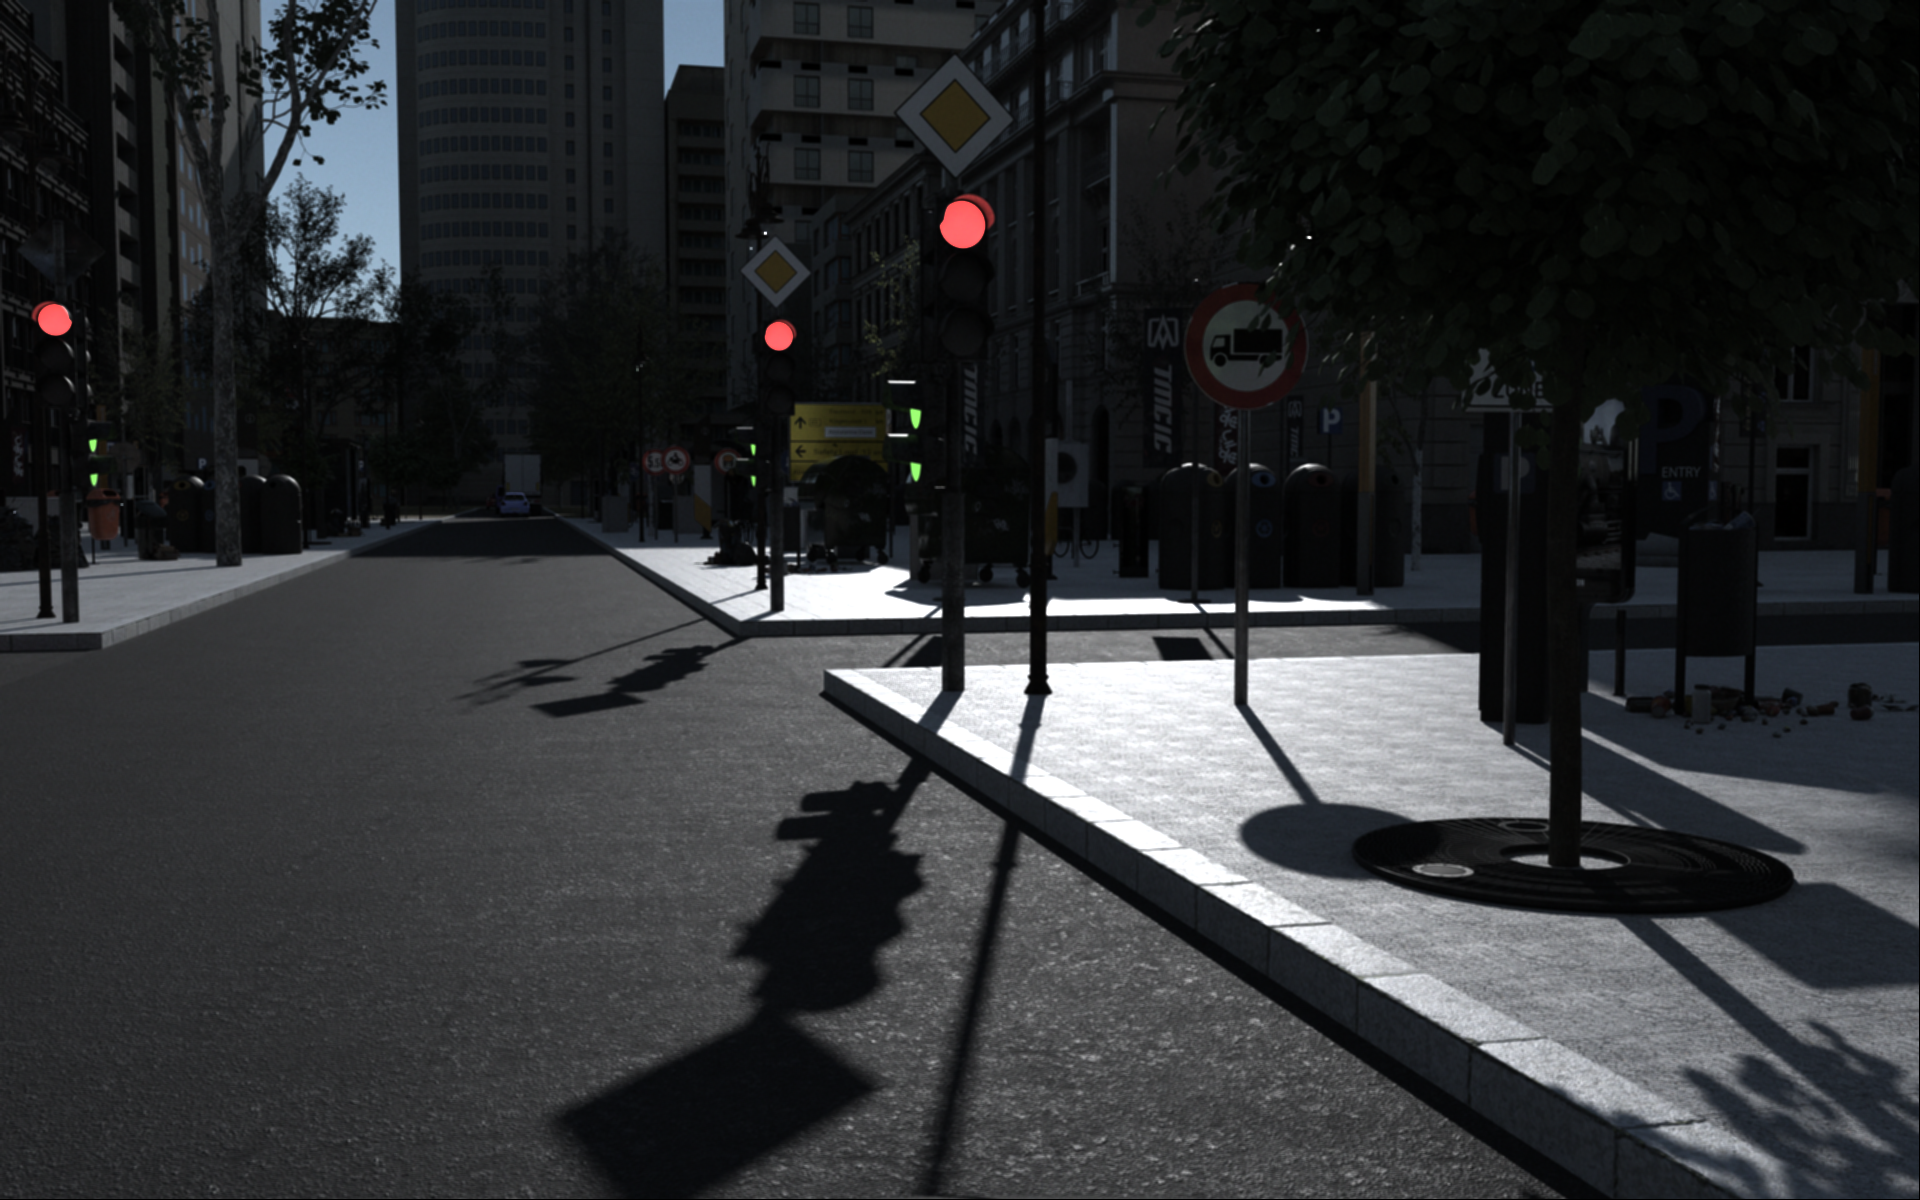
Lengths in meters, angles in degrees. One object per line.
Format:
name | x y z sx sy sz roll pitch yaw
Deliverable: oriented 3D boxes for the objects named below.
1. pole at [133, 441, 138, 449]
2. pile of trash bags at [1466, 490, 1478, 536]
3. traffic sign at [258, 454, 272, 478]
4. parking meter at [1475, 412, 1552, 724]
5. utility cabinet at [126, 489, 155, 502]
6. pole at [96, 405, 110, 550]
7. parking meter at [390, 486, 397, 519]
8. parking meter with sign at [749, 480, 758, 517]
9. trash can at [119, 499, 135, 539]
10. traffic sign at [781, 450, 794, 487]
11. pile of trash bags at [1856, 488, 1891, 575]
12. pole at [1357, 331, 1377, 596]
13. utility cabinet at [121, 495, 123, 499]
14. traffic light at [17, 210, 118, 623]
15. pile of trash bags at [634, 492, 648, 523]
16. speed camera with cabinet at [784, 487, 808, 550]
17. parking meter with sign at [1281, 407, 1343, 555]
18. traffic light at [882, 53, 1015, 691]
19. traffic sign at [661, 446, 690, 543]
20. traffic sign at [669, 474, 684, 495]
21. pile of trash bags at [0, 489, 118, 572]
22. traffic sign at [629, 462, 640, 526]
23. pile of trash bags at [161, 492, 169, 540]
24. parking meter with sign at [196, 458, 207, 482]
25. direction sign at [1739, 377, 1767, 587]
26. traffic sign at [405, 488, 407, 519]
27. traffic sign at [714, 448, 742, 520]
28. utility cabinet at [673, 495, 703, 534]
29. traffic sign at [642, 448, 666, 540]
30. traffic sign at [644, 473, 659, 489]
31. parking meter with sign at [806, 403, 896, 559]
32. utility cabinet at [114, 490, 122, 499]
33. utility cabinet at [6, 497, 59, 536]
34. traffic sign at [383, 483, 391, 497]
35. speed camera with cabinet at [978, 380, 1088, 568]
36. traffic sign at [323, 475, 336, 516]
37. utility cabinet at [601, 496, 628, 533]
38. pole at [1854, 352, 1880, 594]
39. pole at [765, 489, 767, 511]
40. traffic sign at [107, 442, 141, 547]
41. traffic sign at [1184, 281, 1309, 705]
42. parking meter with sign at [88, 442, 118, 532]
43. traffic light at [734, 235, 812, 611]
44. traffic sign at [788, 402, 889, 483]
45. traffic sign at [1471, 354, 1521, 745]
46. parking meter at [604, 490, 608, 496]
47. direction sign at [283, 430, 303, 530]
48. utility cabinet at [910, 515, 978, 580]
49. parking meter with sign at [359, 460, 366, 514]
pole | -31.423 -4.419 66.096 0.158 3.312 0.155 0 3 0
pile of trash bags | 11.502 -1.546 35.034 3.447 1.369 1.912 -2 4 -35
traffic sign | -22.304 -3.366 55.137 0.768 2.556 0.104 -1 4 -13
parking meter | 3.129 -0.248 9.771 0.399 1.863 0.255 2 4 29
utility cabinet | -36.208 -4.150 76.524 1.173 1.500 0.318 -1 4 -20
pole | -19.678 -2.810 39.780 0.158 3.312 0.155 0 3 0
parking meter | -29.185 -5.115 89.348 0.255 1.863 0.399 0 4 7
parking meter with sign | -11.011 -5.932 93.250 0.543 3.016 1.738 -3 5 -43
trash can | -23.808 -2.331 49.773 0.748 1.137 0.748 0 3 0
traffic sign | -4.681 -2.964 48.568 0.768 2.556 0.104 0 4 -7
pile of trash bags | 15.892 -1.056 27.010 3.447 1.369 1.912 2 4 31
pole | 5.135 -1.713 21.851 0.158 3.312 0.155 0 3 0
utility cabinet | -39.355 -4.363 82.497 1.020 1.237 0.306 -1 4 -16
traffic light | -8.871 -1.730 17.202 0.839 4.253 0.868 -1 4 -14
pile of trash bags | -13.146 -4.058 76.099 3.447 1.369 1.912 3 5 41
speed camera with cabinet | -3.463 -2.839 40.747 0.660 3.252 2.038 1 4 20
parking meter with sign | 7.103 -2.397 35.453 0.543 3.016 1.738 -1 4 -21
traffic light | -0.063 -1.363 11.211 0.839 4.253 0.868 -1 4 -14
traffic sign | -7.475 -2.780 45.563 0.768 2.556 0.104 -1 4 -8
traffic sign | -14.712 -5.496 89.965 0.768 2.556 0.104 0 4 -5
pile of trash bags | -16.015 -1.245 30.115 1.912 1.369 3.447 1 4 19
traffic sign | -13.107 -4.221 69.115 0.768 2.556 0.104 -1 4 -12
pile of trash bags | -21.333 -2.369 48.487 1.912 1.369 3.447 -3 4 -39
parking meter with sign | -36.017 -5.346 83.672 1.738 3.016 0.543 2 4 27
direction sign | 10.984 -1.959 24.022 0.379 3.537 0.876 3 5 45
traffic sign | -28.416 -5.429 88.768 0.884 2.594 0.081 0 4 -7
traffic sign | -6.423 -2.933 48.067 0.768 2.556 0.104 -1 4 -9
utility cabinet | -8.781 -2.753 56.173 1.020 1.237 0.306 0 4 2
traffic sign | -8.507 -2.956 48.435 0.768 2.556 0.104 0 4 -7
traffic sign | -15.854 -5.446 89.146 0.768 2.556 0.104 -1 4 -9
parking meter with sign | -2.178 -2.335 34.434 1.738 3.016 0.543 -1 4 -16
utility cabinet | -41.559 -4.723 85.899 1.173 1.500 0.318 3 4 38
utility cabinet | -19.520 -1.551 36.517 1.020 1.237 0.306 -2 4 -30
traffic sign | -27.767 -5.029 84.357 0.606 2.300 0.079 -1 4 -10
speed camera with cabinet | 1.189 -2.199 30.296 2.038 3.252 0.660 1 4 20
traffic sign | -22.713 -3.777 61.764 0.884 2.594 0.081 -1 4 -11
utility cabinet | -11.544 -2.861 57.945 0.306 1.237 1.020 2 4 30
pole | 11.635 -1.734 22.199 0.158 3.312 0.155 0 3 0
pole | -6.645 -3.978 58.886 0.158 3.312 0.155 0 3 0
traffic sign | -20.343 -2.572 42.166 0.768 2.556 0.104 -1 4 -12
traffic sign | 1.715 -0.636 10.498 0.768 2.556 0.104 0 4 -6
parking meter with sign | -28.799 -3.781 58.082 1.738 3.016 0.543 3 5 44
traffic light | -2.031 -1.837 18.951 0.839 4.253 0.868 -1 4 -14
traffic sign | -2.682 -2.729 38.492 2.265 3.308 0.079 -1 4 -11
traffic sign | 2.812 -0.408 8.801 0.606 2.300 0.079 -1 4 -11
parking meter | -18.361 -5.004 90.224 0.372 1.533 0.369 0 3 0
direction sign | -23.338 -4.218 60.962 0.876 3.537 0.379 -1 4 -14
utility cabinet | -0.243 -0.907 25.986 1.020 1.237 0.306 0 4 -2
parking meter with sign | -30.882 -5.653 88.694 0.543 3.016 1.738 0 4 -2
